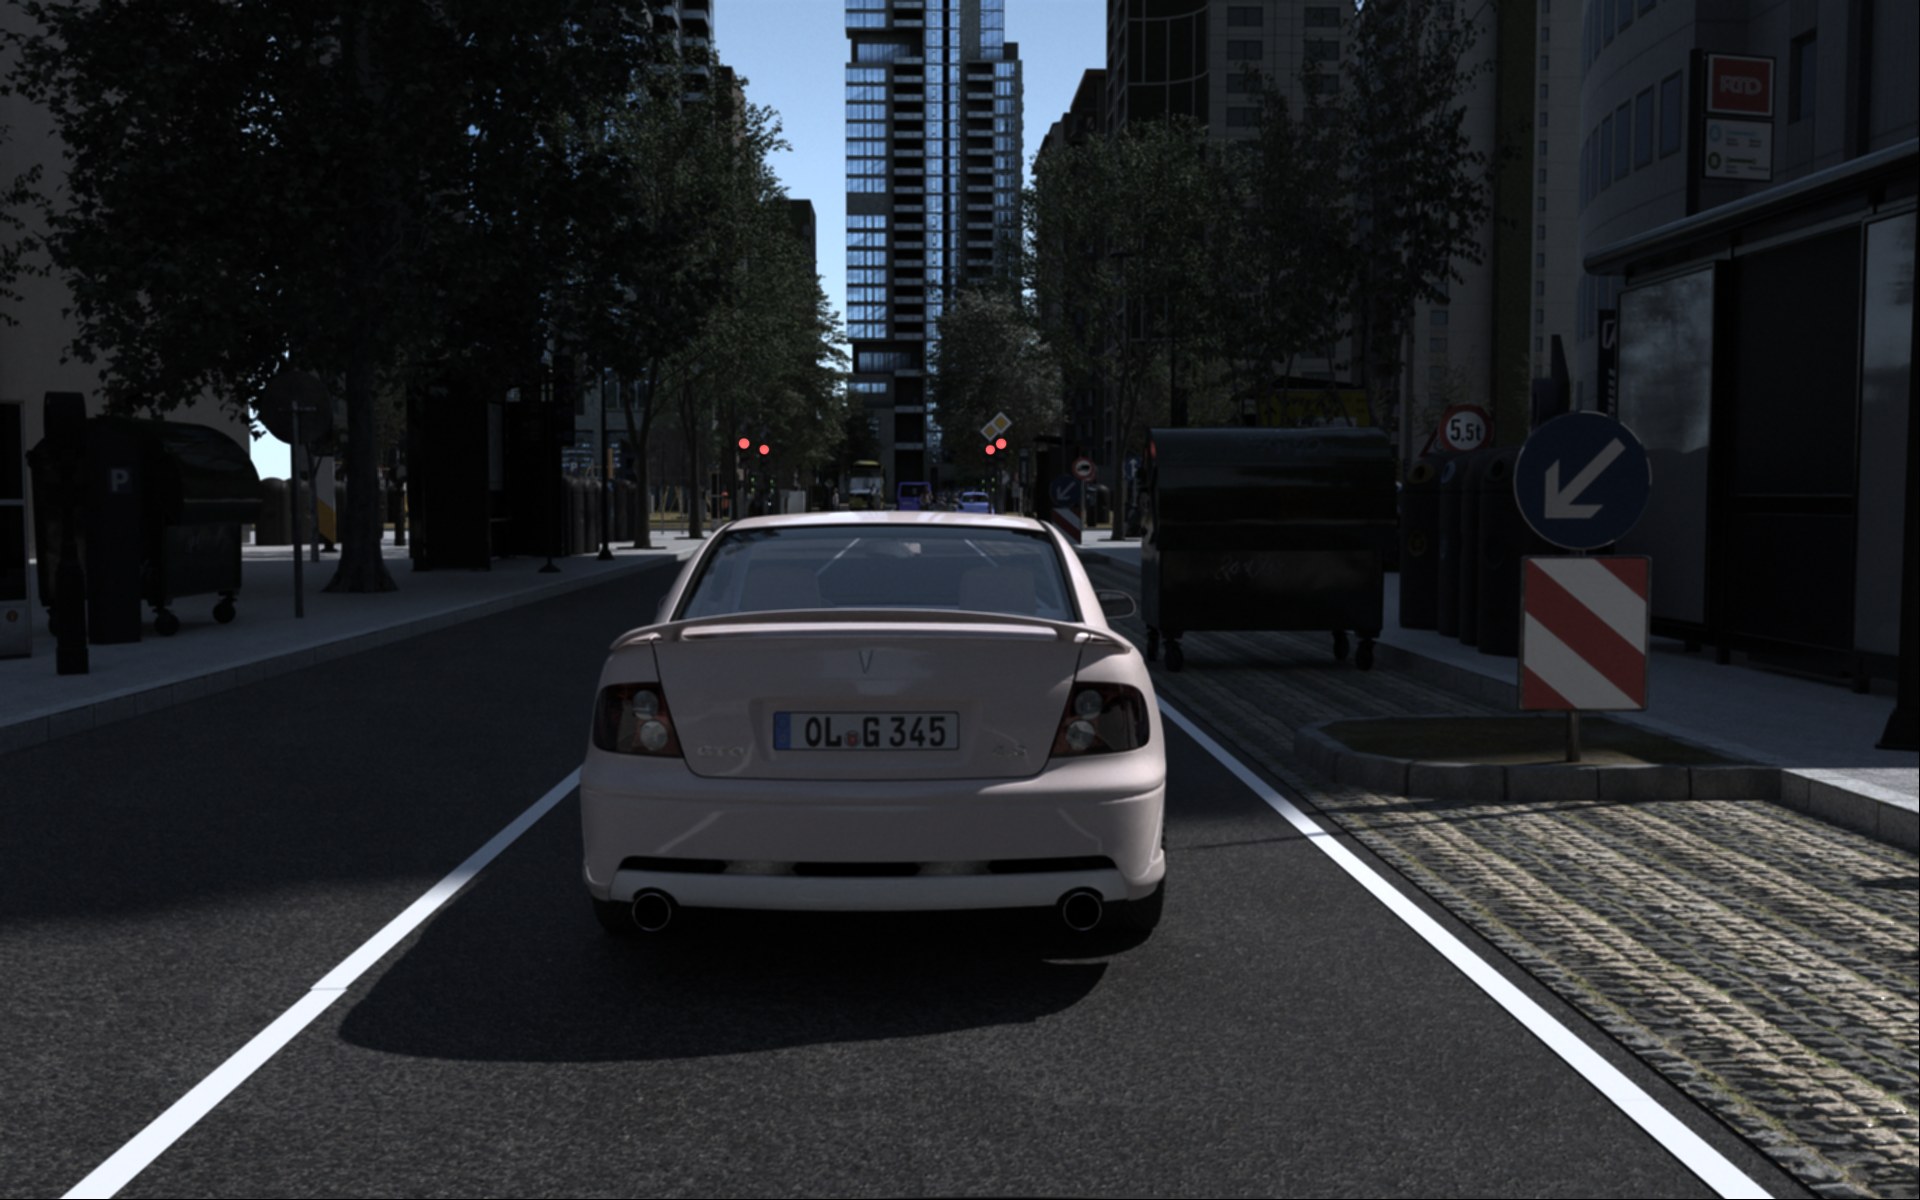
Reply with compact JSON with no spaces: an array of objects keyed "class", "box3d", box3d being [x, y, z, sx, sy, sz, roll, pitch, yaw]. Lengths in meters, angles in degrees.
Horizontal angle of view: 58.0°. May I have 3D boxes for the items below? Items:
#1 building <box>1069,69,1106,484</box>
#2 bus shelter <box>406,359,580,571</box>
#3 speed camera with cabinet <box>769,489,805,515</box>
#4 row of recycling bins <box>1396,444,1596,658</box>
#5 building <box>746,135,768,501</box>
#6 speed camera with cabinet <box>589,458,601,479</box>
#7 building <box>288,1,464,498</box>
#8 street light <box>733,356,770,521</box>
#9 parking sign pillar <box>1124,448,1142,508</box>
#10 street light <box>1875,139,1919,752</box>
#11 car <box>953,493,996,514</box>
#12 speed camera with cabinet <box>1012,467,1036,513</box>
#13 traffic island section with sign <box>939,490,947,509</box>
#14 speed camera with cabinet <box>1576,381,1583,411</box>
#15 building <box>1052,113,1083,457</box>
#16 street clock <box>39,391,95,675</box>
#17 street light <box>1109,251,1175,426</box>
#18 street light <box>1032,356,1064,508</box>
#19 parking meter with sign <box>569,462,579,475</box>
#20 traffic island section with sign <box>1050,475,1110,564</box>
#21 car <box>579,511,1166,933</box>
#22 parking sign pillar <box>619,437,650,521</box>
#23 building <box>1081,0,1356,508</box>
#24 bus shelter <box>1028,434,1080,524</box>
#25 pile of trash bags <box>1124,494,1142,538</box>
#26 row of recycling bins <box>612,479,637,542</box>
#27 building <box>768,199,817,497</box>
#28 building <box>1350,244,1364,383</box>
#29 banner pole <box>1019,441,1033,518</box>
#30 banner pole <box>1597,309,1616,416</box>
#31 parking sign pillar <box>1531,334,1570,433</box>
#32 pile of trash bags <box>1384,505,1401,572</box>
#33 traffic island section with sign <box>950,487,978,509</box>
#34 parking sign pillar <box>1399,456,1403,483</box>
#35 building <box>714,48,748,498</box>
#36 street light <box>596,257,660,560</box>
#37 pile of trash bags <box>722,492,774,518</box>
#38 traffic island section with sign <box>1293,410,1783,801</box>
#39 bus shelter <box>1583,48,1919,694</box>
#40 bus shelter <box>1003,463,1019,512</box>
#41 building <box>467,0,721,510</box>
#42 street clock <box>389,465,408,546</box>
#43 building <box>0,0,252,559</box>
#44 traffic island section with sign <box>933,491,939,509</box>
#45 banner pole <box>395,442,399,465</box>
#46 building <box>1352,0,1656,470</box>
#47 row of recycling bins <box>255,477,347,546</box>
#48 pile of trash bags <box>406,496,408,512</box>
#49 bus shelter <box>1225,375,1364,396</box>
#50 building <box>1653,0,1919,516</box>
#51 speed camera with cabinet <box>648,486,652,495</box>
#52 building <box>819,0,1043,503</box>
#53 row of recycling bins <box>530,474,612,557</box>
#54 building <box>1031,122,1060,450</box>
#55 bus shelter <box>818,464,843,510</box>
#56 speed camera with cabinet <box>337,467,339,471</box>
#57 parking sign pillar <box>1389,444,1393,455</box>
[{"class":"building","box3d":[22.776,-32.012,178.016,22.147,44.769,28.867,0,4,-2]},{"class":"bus shelter","box3d":[-8.412,-2.476,31.767,1.731,3.624,6.357,0,4,-2]},{"class":"speed camera with cabinet","box3d":[-10.026,-6.482,100.314,2.038,3.252,0.660,0,4,2]},{"class":"row of recycling bins","box3d":[4.691,-0.497,15.241,1.069,1.692,3.534,0,4,1]},{"class":"building","box3d":[-30.169,-31.522,198.974,14.086,41.232,14.154,0,4,-2]},{"class":"speed camera with cabinet","box3d":[-20.426,-6.181,95.396,0.660,3.252,2.038,1,4,17]},{"class":"building","box3d":[-61.669,-46.218,193.916,20.611,71.187,20.563,0,4,-2]},{"class":"street light","box3d":[-7.085,-5.254,58.441,1.470,5.913,1.316,0,4,-2]},{"class":"parking sign pillar","box3d":[9.889,-6.648,97.168,1.447,3.967,1.447,1,4,20]},{"class":"street light","box3d":[4.252,-2.204,8.579,1.470,5.913,1.316,0,4,-2]},{"class":"car","box3d":[0.656,-4.210,78.423,1.945,1.707,3.694,0,4,-1]},{"class":"speed camera with cabinet","box3d":[4.669,-7.708,120.358,2.038,3.252,0.660,1,4,16]},{"class":"traffic island section with sign","box3d":[-0.287,-6.732,118.699,1.989,1.847,2.006,0,4,-2]},{"class":"speed camera with cabinet","box3d":[11.584,-2.207,30.417,2.038,3.252,0.660,1,4,23]},{"class":"building","box3d":[18.156,-33.612,199.674,14.600,45.320,14.200,0,4,-2]},{"class":"street clock","box3d":[-6.344,-0.474,12.322,0.358,2.002,0.471,-2,4,-33]},{"class":"street light","box3d":[3.557,-3.719,33.343,1.470,5.913,1.316,0,4,-2]},{"class":"street light","box3d":[2.915,-5.231,58.072,1.470,5.913,1.316,0,4,-2]},{"class":"parking meter with sign","box3d":[-21.118,-5.917,93.002,0.543,3.016,1.738,1,4,18]},{"class":"traffic island section with sign","box3d":[2.043,-1.690,36.259,1.989,1.847,2.006,0,4,-2]},{"class":"car","box3d":[-0.271,0.325,7.043,2.083,1.381,4.827,0,4,0]},{"class":"parking sign pillar","box3d":[-15.434,-5.714,81.898,1.447,3.967,1.447,1,4,8]},{"class":"building","box3d":[21.988,-43.684,152.485,20.563,71.187,20.611,0,4,-2]},{"class":"bus shelter","box3d":[3.863,-4.892,71.262,1.731,3.624,6.357,0,4,-2]},{"class":"pile of trash bags","box3d":[5.688,-2.601,52.280,1.912,1.369,3.447,0,4,3]},{"class":"row of recycling bins","box3d":[-9.491,-2.399,46.333,1.069,1.692,3.534,0,4,7]},{"class":"building","box3d":[-27.284,-34.164,242.173,14.086,41.232,14.154,0,4,-2]},{"class":"building","box3d":[38.041,-26.266,201.150,14.107,30.474,14.160,0,4,-2]},{"class":"banner pole","box3d":[3.087,-5.486,79.707,0.863,3.779,0.401,-1,4,-17]},{"class":"banner pole","box3d":[7.999,-1.876,20.694,0.863,3.779,0.401,0,4,3]},{"class":"parking sign pillar","box3d":[9.796,-2.463,28.747,1.447,3.967,1.447,1,4,12]},{"class":"pile of trash bags","box3d":[6.819,-1.136,28.330,1.912,1.369,3.447,-1,4,-14]},{"class":"traffic island section with sign","box3d":[0.478,-5.084,91.754,1.989,1.847,2.006,0,4,-2]},{"class":"parking sign pillar","box3d":[30.961,-8.199,122.533,1.447,3.967,1.447,2,4,29]},{"class":"building","box3d":[-29.550,-32.323,178.585,14.600,45.320,14.200,0,4,-2]},{"class":"street light","box3d":[-6.358,-3.730,33.525,1.470,5.913,1.316,0,4,-2]},{"class":"pile of trash bags","box3d":[-10.805,-4.732,87.117,3.447,1.369,1.912,-1,4,-23]},{"class":"traffic island section with sign","box3d":[2.821,-0.022,8.980,1.989,1.847,2.006,0,4,-2]},{"class":"bus shelter","box3d":[6.481,-2.185,13.361,2.179,5.291,8.768,0,4,-2]},{"class":"bus shelter","box3d":[3.361,-8.150,124.541,1.731,3.624,6.357,0,4,-2]},{"class":"building","box3d":[-32.565,-51.499,154.676,22.319,86.520,31.000,0,4,-2]},{"class":"street clock","box3d":[-13.786,-2.325,42.580,0.358,2.002,0.471,1,4,19]},{"class":"building","box3d":[-30.346,-15.011,38.938,24.014,27.812,14.314,0,4,-2]},{"class":"traffic island section with sign","box3d":[-1.694,-9.785,168.618,1.989,1.847,2.006,0,4,-2]},{"class":"banner pole","box3d":[-27.005,-5.701,83.231,0.401,3.779,0.863,-1,4,-9]},{"class":"building","box3d":[59.817,-40.062,197.006,28.212,58.520,21.231,0,4,-2]},{"class":"row of recycling bins","box3d":[-16.814,-2.284,44.459,1.069,1.692,3.534,1,4,11]},{"class":"pile of trash bags","box3d":[-39.923,-6.846,121.687,3.447,1.369,1.912,2,4,32]},{"class":"bus shelter","box3d":[7.121,-2.820,37.383,1.731,3.624,6.357,0,4,-1]},{"class":"building","box3d":[23.965,-30.031,33.001,21.231,58.520,28.212,0,4,-2]},{"class":"speed camera with cabinet","box3d":[-25.216,-8.895,139.769,0.660,3.252,2.038,-1,4,-11]},{"class":"building","box3d":[-4.271,-57.067,245.719,31.000,86.520,22.319,0,4,-2]},{"class":"row of recycling bins","box3d":[-8.390,-1.827,36.984,1.069,1.692,3.534,0,4,0]},{"class":"building","box3d":[24.883,-40.443,250.486,27.495,52.752,28.713,0,4,-2]},{"class":"bus shelter","box3d":[-10.336,-9.031,138.941,1.731,3.624,6.357,0,4,-2]},{"class":"speed camera with cabinet","box3d":[-45.307,-7.945,124.232,2.038,3.252,0.660,-1,4,-19]},{"class":"parking sign pillar","box3d":[22.460,-6.379,92.761,1.447,3.967,1.447,1,4,10]}]
